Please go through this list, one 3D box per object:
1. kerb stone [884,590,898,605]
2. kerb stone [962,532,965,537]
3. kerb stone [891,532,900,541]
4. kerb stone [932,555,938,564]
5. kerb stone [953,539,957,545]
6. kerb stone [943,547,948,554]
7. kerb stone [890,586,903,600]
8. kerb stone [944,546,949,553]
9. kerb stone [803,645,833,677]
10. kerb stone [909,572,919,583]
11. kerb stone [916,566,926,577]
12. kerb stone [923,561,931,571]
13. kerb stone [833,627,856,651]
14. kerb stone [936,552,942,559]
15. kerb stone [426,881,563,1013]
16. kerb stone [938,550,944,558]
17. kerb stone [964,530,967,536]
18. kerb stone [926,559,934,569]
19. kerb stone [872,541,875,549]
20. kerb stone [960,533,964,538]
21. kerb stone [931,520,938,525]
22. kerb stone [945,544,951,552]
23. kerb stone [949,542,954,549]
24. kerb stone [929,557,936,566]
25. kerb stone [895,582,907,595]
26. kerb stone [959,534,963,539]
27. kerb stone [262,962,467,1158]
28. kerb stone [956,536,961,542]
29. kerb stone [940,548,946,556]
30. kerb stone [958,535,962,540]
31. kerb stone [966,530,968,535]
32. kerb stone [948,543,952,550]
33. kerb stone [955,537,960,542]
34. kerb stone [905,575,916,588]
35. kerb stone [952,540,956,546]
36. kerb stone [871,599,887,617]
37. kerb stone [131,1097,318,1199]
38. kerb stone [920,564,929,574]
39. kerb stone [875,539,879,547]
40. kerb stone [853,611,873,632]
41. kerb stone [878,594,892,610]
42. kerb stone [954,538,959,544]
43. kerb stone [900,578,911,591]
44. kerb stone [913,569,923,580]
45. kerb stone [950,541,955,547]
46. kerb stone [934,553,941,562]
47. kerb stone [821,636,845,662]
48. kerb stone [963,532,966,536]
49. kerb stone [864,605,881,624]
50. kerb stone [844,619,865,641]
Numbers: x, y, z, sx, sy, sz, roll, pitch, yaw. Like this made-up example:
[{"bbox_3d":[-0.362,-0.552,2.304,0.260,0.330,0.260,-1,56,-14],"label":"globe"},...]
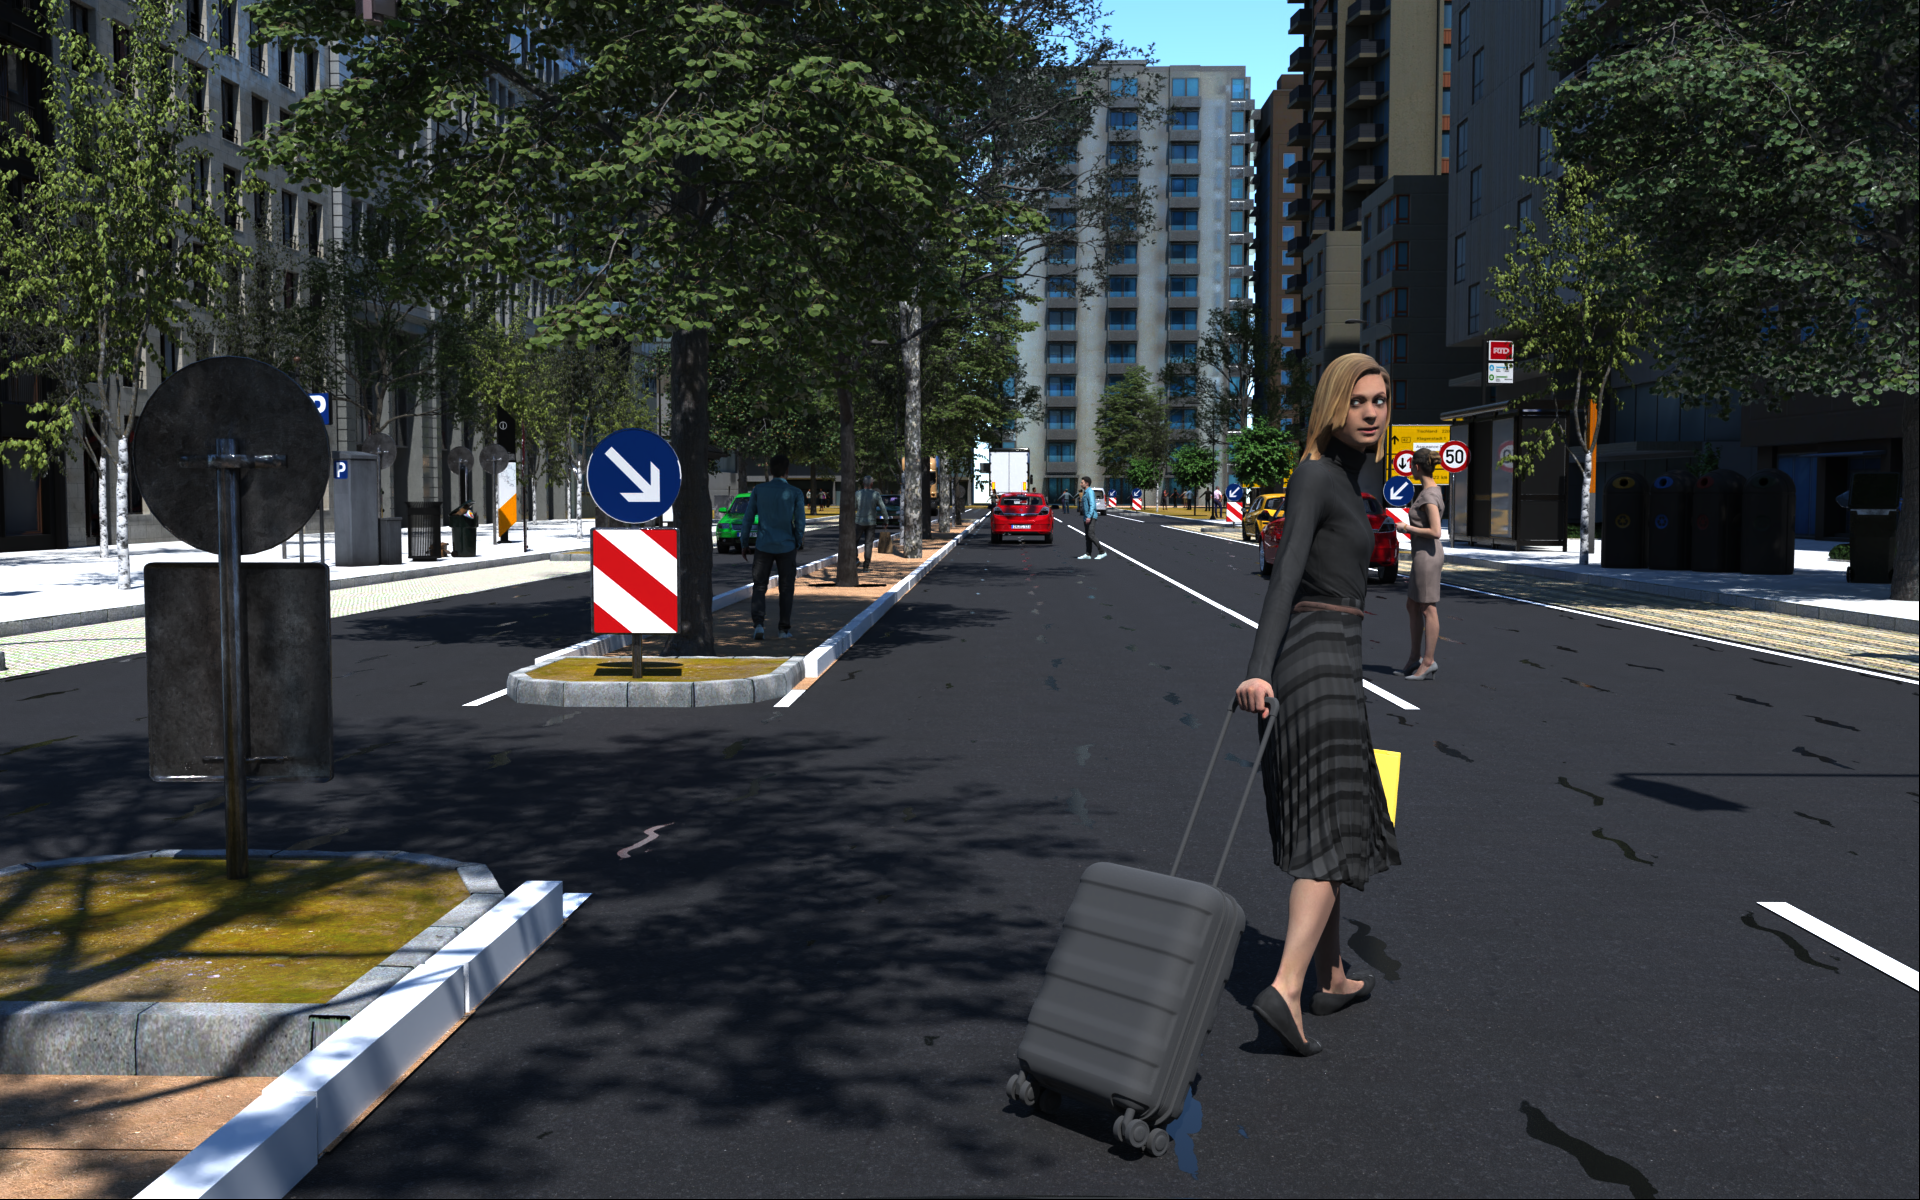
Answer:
[{"bbox_3d":[-0.922,0.004,22.134,0.120,0.150,1.000,0,4,2],"label":"kerb stone"},{"bbox_3d":[-0.009,-1.940,53.933,0.120,0.150,1.000,0,4,2],"label":"kerb stone"},{"bbox_3d":[-2.080,-2.003,54.986,0.120,0.150,1.000,0,4,2],"label":"kerb stone"},{"bbox_3d":[-0.565,-0.750,34.459,0.120,0.150,1.000,0,4,2],"label":"kerb stone"},{"bbox_3d":[-0.211,-1.502,46.753,0.120,0.150,1.000,0,4,2],"label":"kerb stone"},{"bbox_3d":[-0.419,-1.063,39.573,0.120,0.150,1.000,0,4,2],"label":"kerb stone"},{"bbox_3d":[-0.884,-0.054,23.156,0.120,0.150,1.000,0,4,2],"label":"kerb stone"},{"bbox_3d":[-0.389,-1.121,40.595,0.120,0.150,1.000,0,4,2],"label":"kerb stone"},{"bbox_3d":[-1.152,0.505,13.943,0.120,0.150,1.000,0,4,2],"label":"kerb stone"},{"bbox_3d":[-0.768,-0.303,27.263,0.120,0.150,1.000,0,4,2],"label":"kerb stone"},{"bbox_3d":[-0.703,-0.435,29.319,0.120,0.150,1.000,0,4,2],"label":"kerb stone"},{"bbox_3d":[-0.649,-0.561,31.373,0.120,0.150,1.000,0,4,2],"label":"kerb stone"},{"bbox_3d":[-1.089,0.384,15.987,0.120,0.150,1.000,0,4,2],"label":"kerb stone"},{"bbox_3d":[-0.504,-0.875,36.502,0.120,0.150,1.000,0,4,2],"label":"kerb stone"},{"bbox_3d":[-1.392,1.037,5.248,0.120,0.150,1.000,0,4,2],"label":"kerb stone"},{"bbox_3d":[-0.470,-0.938,37.530,0.120,0.150,1.000,0,4,2],"label":"kerb stone"},{"bbox_3d":[0.081,-2.125,57.007,0.120,0.150,1.000,0,4,2],"label":"kerb stone"},{"bbox_3d":[-0.614,-0.624,32.395,0.120,0.150,1.000,0,4,2],"label":"kerb stone"},{"bbox_3d":[-2.357,-1.379,44.743,0.120,0.150,1.000,0,4,2],"label":"kerb stone"},{"bbox_3d":[-0.032,-1.878,52.907,0.120,0.150,1.000,0,4,2],"label":"kerb stone"},{"bbox_3d":[-1.216,-3.824,84.711,0.120,0.150,1.000,0,4,2],"label":"kerb stone"},{"bbox_3d":[-0.350,-1.188,41.617,0.120,0.150,1.000,0,4,2],"label":"kerb stone"},{"bbox_3d":[-0.297,-1.313,43.667,0.120,0.150,1.000,0,4,2],"label":"kerb stone"},{"bbox_3d":[-0.592,-0.685,33.428,0.120,0.150,1.000,0,4,2],"label":"kerb stone"},{"bbox_3d":[-0.860,-0.120,24.183,0.120,0.150,1.000,0,4,2],"label":"kerb stone"},{"bbox_3d":[-0.057,-1.815,51.885,0.120,0.150,1.000,0,4,2],"label":"kerb stone"},{"bbox_3d":[-1.427,1.099,4.225,0.120,0.150,1.000,0,4,2],"label":"kerb stone"},{"bbox_3d":[-0.123,-1.681,49.837,0.120,0.150,1.000,0,4,2],"label":"kerb stone"},{"bbox_3d":[-0.444,-1.000,38.552,0.120,0.150,1.000,0,4,2],"label":"kerb stone"},{"bbox_3d":[-0.096,-1.753,50.863,0.120,0.150,1.000,0,4,2],"label":"kerb stone"},{"bbox_3d":[0.118,-2.192,58.029,0.120,0.150,1.000,0,4,2],"label":"kerb stone"},{"bbox_3d":[-0.327,-1.251,42.645,0.120,0.150,1.000,0,4,2],"label":"kerb stone"},{"bbox_3d":[-0.150,-1.626,48.803,0.120,0.150,1.000,0,4,2],"label":"kerb stone"},{"bbox_3d":[-0.793,-0.246,26.236,0.120,0.150,1.000,0,4,2],"label":"kerb stone"},{"bbox_3d":[-0.240,-1.439,45.727,0.120,0.150,1.000,0,4,2],"label":"kerb stone"},{"bbox_3d":[-0.971,0.129,20.085,0.120,0.150,1.000,0,4,2],"label":"kerb stone"},{"bbox_3d":[-1.448,1.164,3.203,0.120,0.150,1.000,0,4,2],"label":"kerb stone"},{"bbox_3d":[-0.677,-0.498,30.346,0.120,0.150,1.000,0,4,2],"label":"kerb stone"},{"bbox_3d":[-2.284,-1.567,47.821,0.120,0.150,1.000,0,4,2],"label":"kerb stone"},{"bbox_3d":[-1.034,0.255,18.031,0.120,0.150,1.000,0,4,2],"label":"kerb stone"},{"bbox_3d":[-0.949,0.066,21.112,0.120,0.150,1.000,0,4,2],"label":"kerb stone"},{"bbox_3d":[-0.172,-1.564,47.775,0.120,0.150,1.000,0,4,2],"label":"kerb stone"},{"bbox_3d":[-0.832,-0.182,25.205,0.120,0.150,1.000,0,4,2],"label":"kerb stone"},{"bbox_3d":[-0.738,-0.373,28.288,0.120,0.150,1.000,0,4,2],"label":"kerb stone"},{"bbox_3d":[-0.265,-1.376,44.693,0.120,0.150,1.000,0,4,2],"label":"kerb stone"},{"bbox_3d":[-0.526,-0.812,35.480,0.120,0.150,1.000,0,4,2],"label":"kerb stone"},{"bbox_3d":[-1.126,0.448,14.965,0.120,0.150,1.000,0,4,2],"label":"kerb stone"},{"bbox_3d":[0.024,-2.004,54.954,0.120,0.150,1.000,0,4,2],"label":"kerb stone"},{"bbox_3d":[-0.999,0.192,19.062,0.120,0.150,1.000,0,4,2],"label":"kerb stone"},{"bbox_3d":[-1.058,0.321,17.009,0.120,0.150,1.000,0,4,2],"label":"kerb stone"}]
